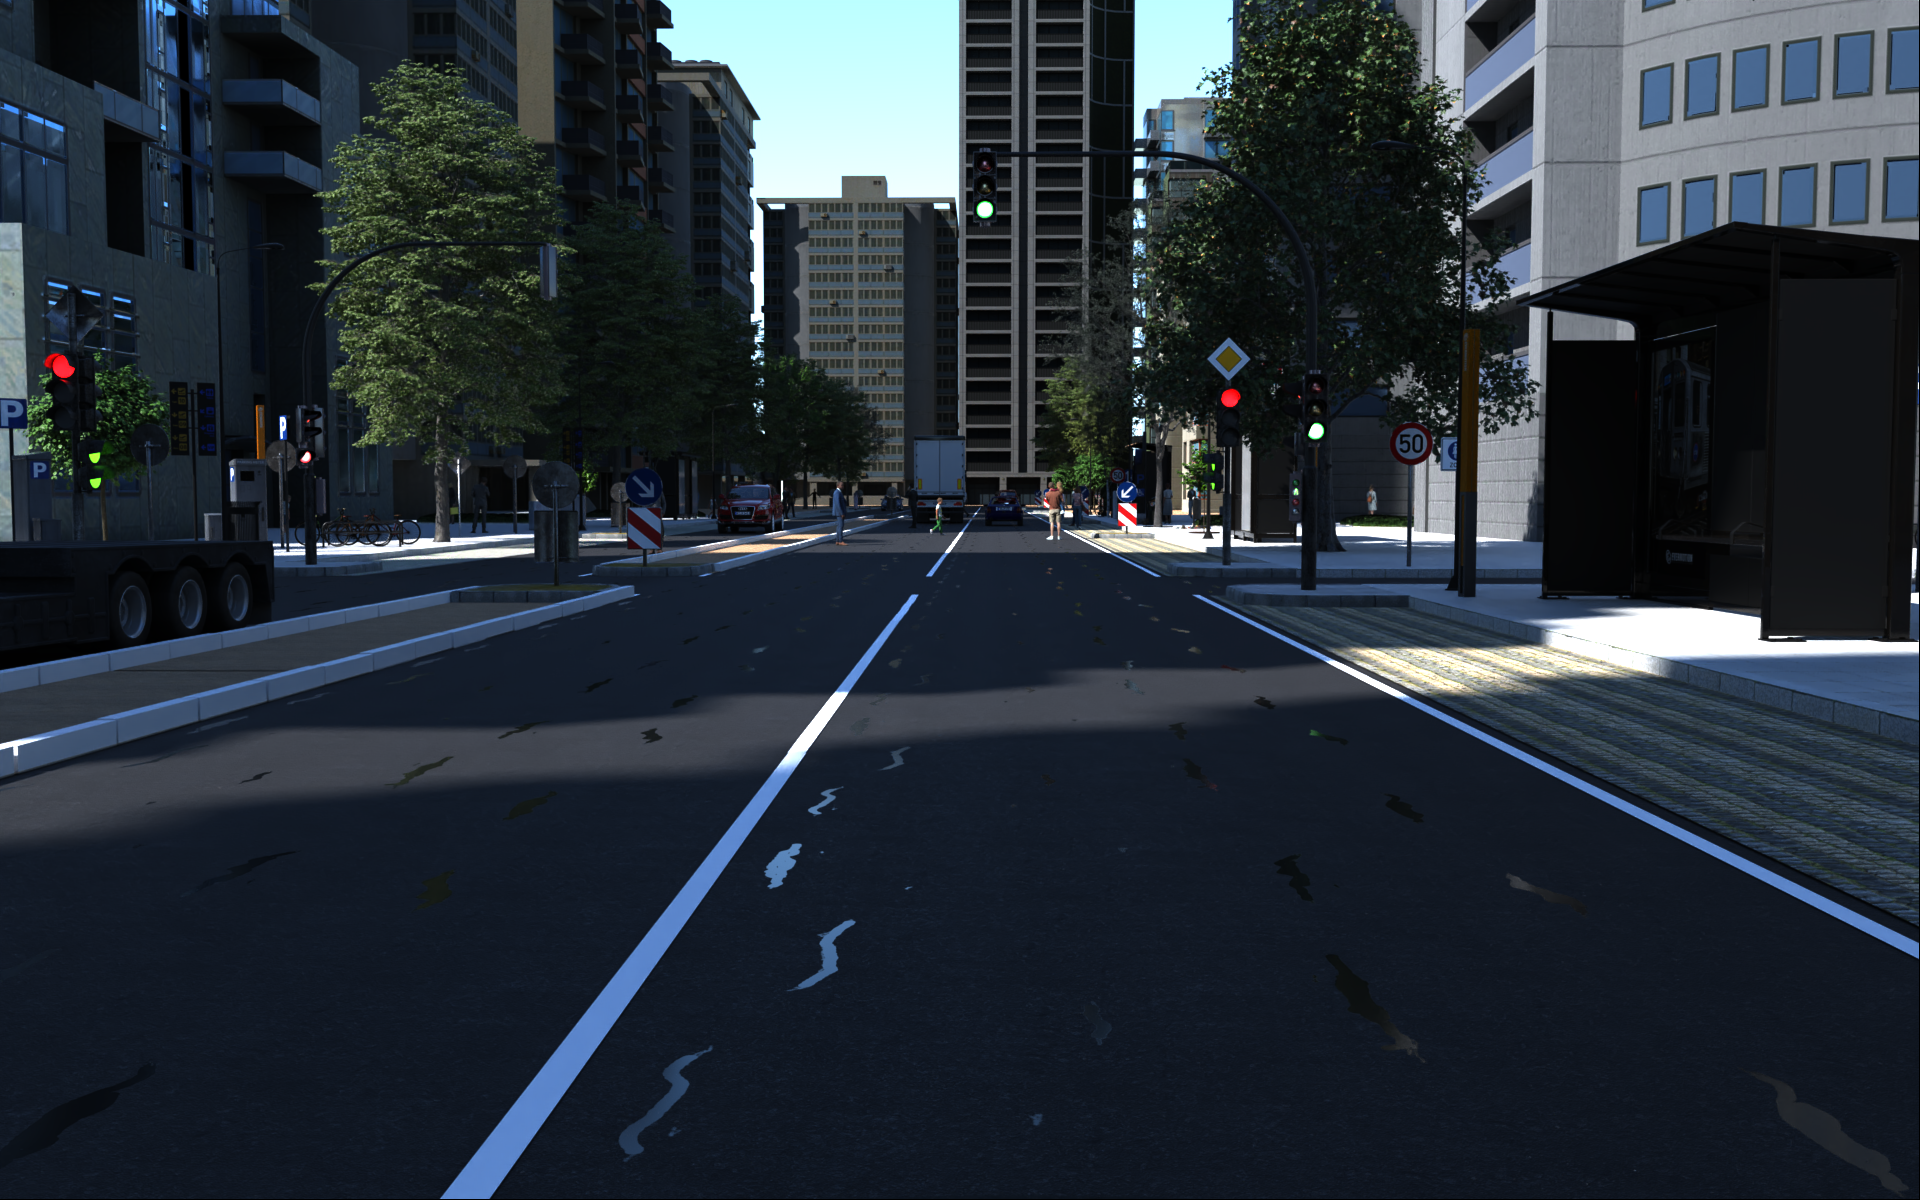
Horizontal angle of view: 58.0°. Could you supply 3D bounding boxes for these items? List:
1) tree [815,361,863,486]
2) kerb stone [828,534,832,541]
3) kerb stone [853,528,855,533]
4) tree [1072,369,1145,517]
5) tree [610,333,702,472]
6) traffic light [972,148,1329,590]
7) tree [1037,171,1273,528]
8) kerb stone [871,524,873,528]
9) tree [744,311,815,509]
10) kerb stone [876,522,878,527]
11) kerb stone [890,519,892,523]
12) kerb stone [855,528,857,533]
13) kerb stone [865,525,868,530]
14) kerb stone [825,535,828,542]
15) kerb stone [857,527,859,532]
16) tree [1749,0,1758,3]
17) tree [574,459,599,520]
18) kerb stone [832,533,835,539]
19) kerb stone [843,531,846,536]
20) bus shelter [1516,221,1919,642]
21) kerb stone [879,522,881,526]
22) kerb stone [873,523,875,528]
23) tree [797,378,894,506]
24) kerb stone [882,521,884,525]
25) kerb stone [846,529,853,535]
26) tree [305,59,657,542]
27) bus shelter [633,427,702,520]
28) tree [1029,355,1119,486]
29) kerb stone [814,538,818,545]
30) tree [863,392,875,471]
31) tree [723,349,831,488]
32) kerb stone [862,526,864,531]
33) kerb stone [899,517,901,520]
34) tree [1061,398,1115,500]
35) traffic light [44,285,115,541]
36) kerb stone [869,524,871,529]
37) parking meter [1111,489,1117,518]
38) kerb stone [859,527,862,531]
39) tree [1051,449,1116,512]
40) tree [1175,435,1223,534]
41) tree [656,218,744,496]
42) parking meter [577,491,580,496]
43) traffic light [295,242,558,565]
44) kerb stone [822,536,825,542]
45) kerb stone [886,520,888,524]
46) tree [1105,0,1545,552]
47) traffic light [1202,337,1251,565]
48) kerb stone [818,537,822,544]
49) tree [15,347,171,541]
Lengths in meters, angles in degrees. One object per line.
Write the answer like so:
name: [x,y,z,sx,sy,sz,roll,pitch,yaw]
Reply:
tree: [-12.515,-13.847,144.532,7.486,12.596,7.792,0,3,0]
kerb stone: [-4.110,-1.877,52.926,0.120,0.150,1.000,0,4,1]
kerb stone: [-3.950,-2.444,62.153,0.120,0.150,1.000,0,4,1]
tree: [8.107,-8.810,94.405,4.360,8.622,3.978,0,3,0]
tree: [-13.779,-7.800,77.887,4.360,8.622,3.978,0,3,0]
traffic light: [2.549,-2.956,23.001,4.771,5.953,1.251,0,4,1]
tree: [7.717,-9.534,66.248,12.009,13.543,11.850,0,3,0]
kerb stone: [-3.786,-3.002,71.360,0.120,0.150,1.000,0,4,1]
tree: [-13.616,-11.031,98.489,7.486,12.596,7.792,0,3,0]
kerb stone: [-3.731,-3.195,74.436,0.120,0.150,1.000,0,4,1]
kerb stone: [-3.549,-3.823,84.701,0.120,0.150,1.000,0,4,1]
kerb stone: [-3.935,-2.506,63.175,0.120,0.150,1.000,0,4,1]
kerb stone: [-3.839,-2.814,68.292,0.120,0.150,1.000,0,4,1]
kerb stone: [-4.128,-1.817,51.904,0.120,0.150,1.000,0,4,1]
kerb stone: [-3.918,-2.565,64.197,0.120,0.150,1.000,0,4,1]
tree: [6.688,-5.059,8.475,9.928,11.665,9.643,0,3,0]
tree: [-18.877,-5.633,86.697,1.663,3.219,1.824,0,3,0]
kerb stone: [-4.091,-1.942,53.950,0.120,0.150,1.000,0,4,1]
kerb stone: [-4.020,-2.193,58.046,0.120,0.150,1.000,0,4,1]
bus shelter: [7.567,-1.637,18.053,1.731,3.624,6.357,0,4,1]
kerb stone: [-3.704,-3.322,76.505,0.120,0.150,1.000,0,4,1]
kerb stone: [-3.763,-3.070,72.387,0.120,0.150,1.000,0,4,1]
tree: [-11.827,-16.691,183.274,12.009,13.543,11.850,0,3,0]
kerb stone: [-3.657,-3.447,78.560,0.120,0.150,1.000,0,4,1]
kerb stone: [-3.972,-2.378,61.121,0.120,0.150,1.000,0,4,1]
tree: [-13.694,-7.837,46.256,7.486,12.596,7.792,0,3,0]
bus shelter: [-14.600,-6.629,86.017,2.179,5.291,8.768,0,4,1]
tree: [9.539,-13.700,142.128,7.486,12.596,7.792,0,3,0]
kerb stone: [-4.186,-1.629,48.833,0.120,0.150,1.000,0,4,1]
tree: [-12.138,-15.429,170.394,7.486,12.596,7.792,0,3,0]
tree: [-12.917,-11.960,121.296,9.928,11.665,9.643,0,3,0]
kerb stone: [-3.881,-2.692,66.241,0.120,0.150,1.000,0,4,1]
kerb stone: [-3.408,-4.325,92.901,0.120,0.150,1.000,0,4,1]
tree: [9.964,-11.215,133.720,4.737,8.622,4.395,0,3,0]
traffic light: [-11.916,-2.108,23.379,0.839,4.253,0.868,0,4,1]
kerb stone: [-3.799,-2.944,70.337,0.120,0.150,1.000,0,4,1]
parking meter: [8.321,-5.191,93.290,0.372,1.533,0.369,0,3,0]
kerb stone: [-3.896,-2.629,65.219,0.120,0.150,1.000,0,4,1]
tree: [9.467,-8.430,121.545,4.285,4.588,4.351,0,3,0]
tree: [7.835,-3.785,56.487,1.663,3.219,1.824,0,3,0]
tree: [-12.865,-9.094,66.820,7.486,12.596,7.792,0,3,0]
parking meter: [-14.737,-3.562,66.654,0.372,1.533,0.369,0,3,0]
traffic light: [-9.683,-3.468,31.362,4.771,5.953,1.251,0,4,1]
kerb stone: [-4.148,-1.755,50.881,0.120,0.150,1.000,0,4,1]
kerb stone: [-3.614,-3.633,81.631,0.120,0.150,1.000,0,4,1]
tree: [8.049,-7.434,38.547,9.611,12.733,9.660,0,3,0]
traffic light: [4.783,-2.579,31.090,0.839,4.253,0.868,0,4,1]
kerb stone: [-4.162,-1.692,49.859,0.120,0.150,1.000,0,4,1]
tree: [-19.296,-3.377,38.933,4.285,4.588,4.351,0,3,0]
